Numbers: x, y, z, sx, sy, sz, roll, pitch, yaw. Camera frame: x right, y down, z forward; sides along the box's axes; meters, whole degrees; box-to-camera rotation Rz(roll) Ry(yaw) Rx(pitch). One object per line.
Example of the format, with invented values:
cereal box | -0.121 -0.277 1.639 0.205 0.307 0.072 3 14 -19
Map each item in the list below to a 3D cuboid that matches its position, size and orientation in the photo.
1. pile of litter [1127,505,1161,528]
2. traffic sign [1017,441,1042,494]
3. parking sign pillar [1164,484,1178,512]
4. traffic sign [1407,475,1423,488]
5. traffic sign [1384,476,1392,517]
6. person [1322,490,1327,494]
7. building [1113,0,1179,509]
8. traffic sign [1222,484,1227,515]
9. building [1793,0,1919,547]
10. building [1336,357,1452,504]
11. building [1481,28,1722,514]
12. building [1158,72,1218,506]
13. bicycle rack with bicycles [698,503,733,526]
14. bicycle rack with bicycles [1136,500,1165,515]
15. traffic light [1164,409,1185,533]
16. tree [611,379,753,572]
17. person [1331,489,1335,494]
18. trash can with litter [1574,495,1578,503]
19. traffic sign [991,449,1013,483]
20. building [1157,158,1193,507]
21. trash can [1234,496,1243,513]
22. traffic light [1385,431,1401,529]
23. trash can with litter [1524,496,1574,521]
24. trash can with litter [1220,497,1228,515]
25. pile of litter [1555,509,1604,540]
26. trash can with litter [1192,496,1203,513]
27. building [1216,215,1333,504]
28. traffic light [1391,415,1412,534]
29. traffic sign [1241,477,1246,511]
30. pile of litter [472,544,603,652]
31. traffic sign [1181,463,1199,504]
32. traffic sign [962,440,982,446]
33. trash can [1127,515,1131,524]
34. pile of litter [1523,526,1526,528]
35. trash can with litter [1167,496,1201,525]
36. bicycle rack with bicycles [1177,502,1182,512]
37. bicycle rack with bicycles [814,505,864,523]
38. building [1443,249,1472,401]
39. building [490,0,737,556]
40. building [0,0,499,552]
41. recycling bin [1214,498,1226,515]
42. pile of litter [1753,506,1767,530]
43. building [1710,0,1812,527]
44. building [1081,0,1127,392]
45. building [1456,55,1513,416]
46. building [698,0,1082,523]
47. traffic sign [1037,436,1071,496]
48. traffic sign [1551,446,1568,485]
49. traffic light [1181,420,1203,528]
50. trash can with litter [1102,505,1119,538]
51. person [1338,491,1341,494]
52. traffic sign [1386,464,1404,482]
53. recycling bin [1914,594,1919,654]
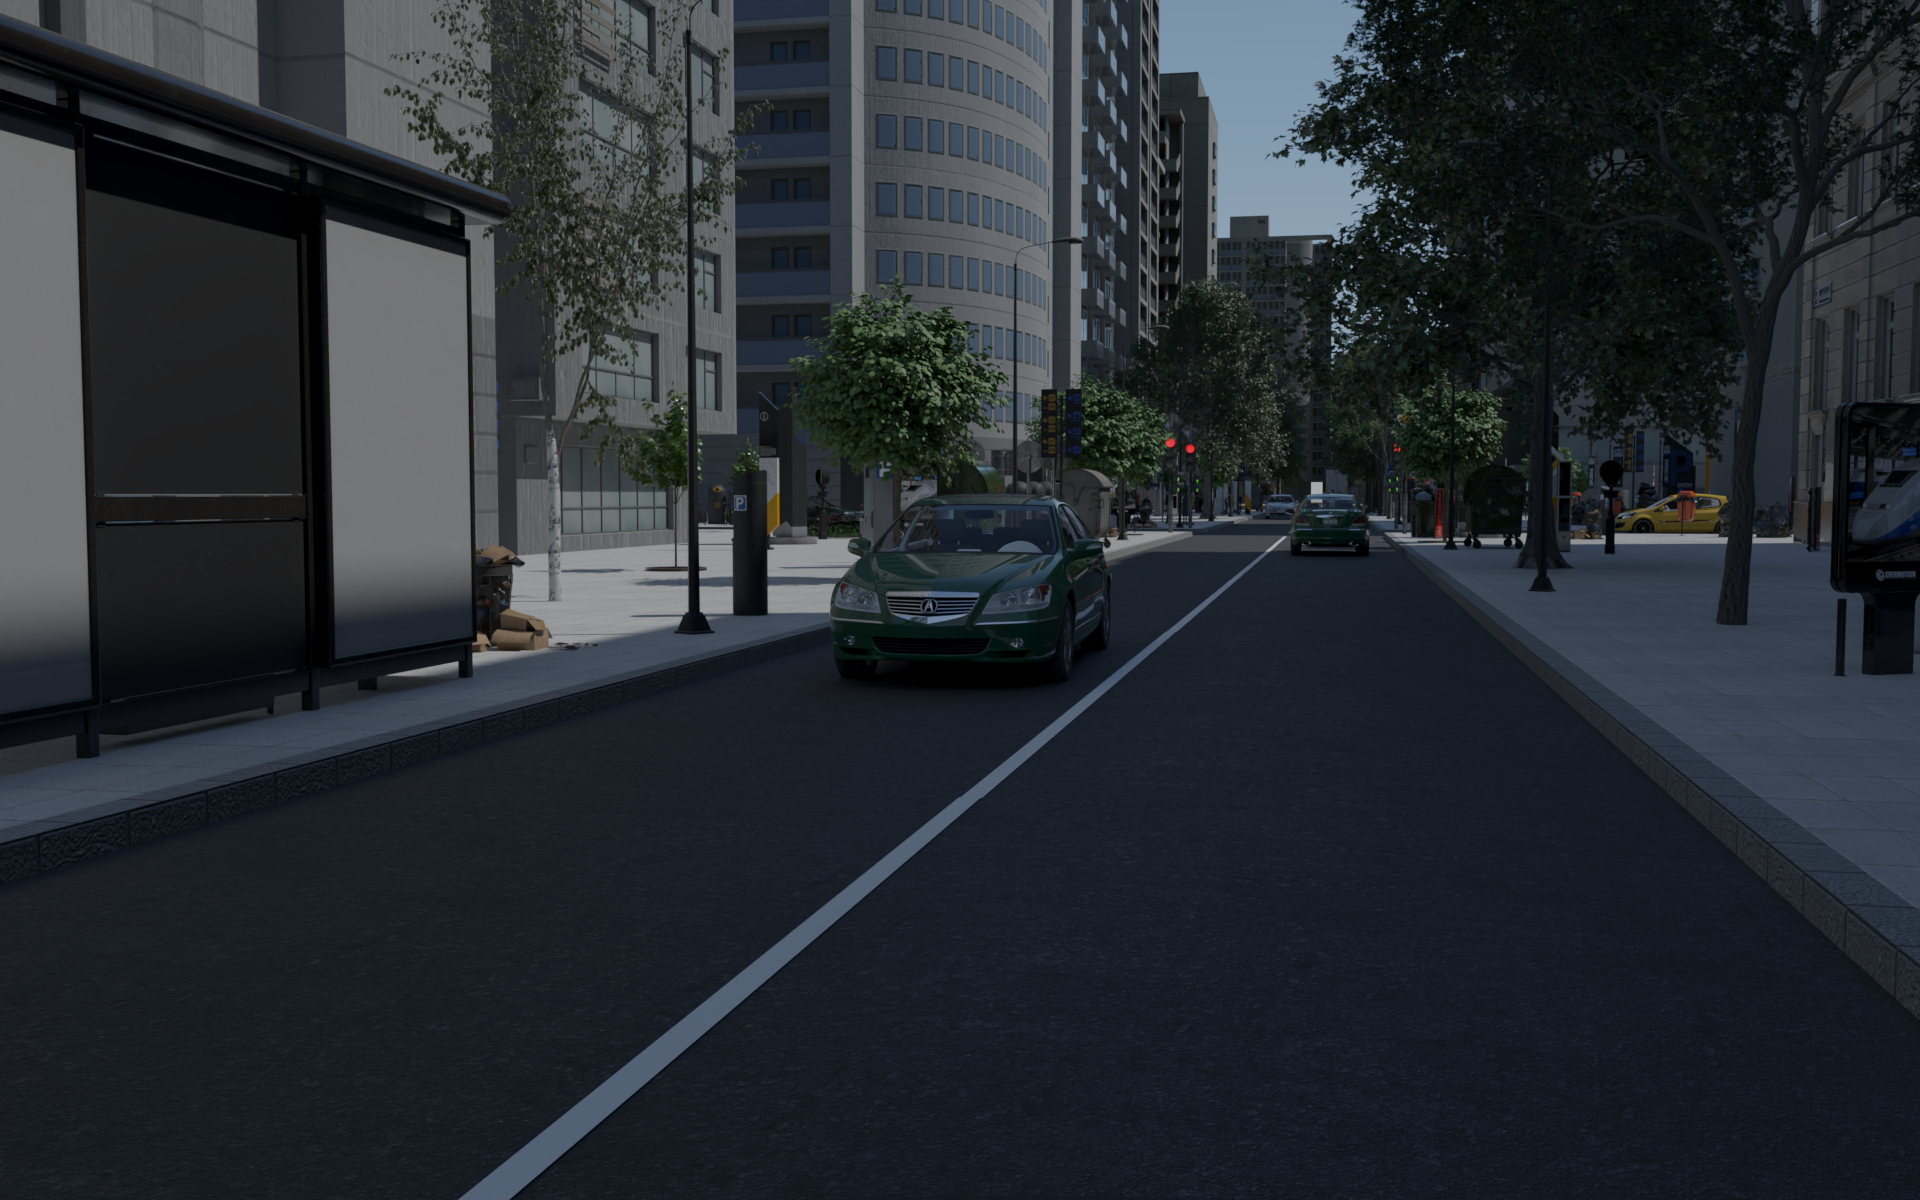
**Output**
pile of litter | 6.964 -3.152 65.500 1.719 0.858 1.176 3 4 38
traffic sign | 1.630 -2.519 41.298 0.768 2.556 0.104 1 4 20
parking sign pillar | 15.108 -8.292 124.047 1.447 3.967 1.447 2 4 27
traffic sign | 17.270 -4.008 65.539 0.884 2.594 0.081 1 4 16
traffic sign | 22.929 -5.622 92.022 0.768 2.556 0.104 1 4 17
person | 33.779 -9.277 160.039 0.709 1.838 0.599 3 5 40
building | 8.922 -43.613 151.331 20.563 71.187 20.611 1 4 12
traffic sign | 15.794 -6.356 104.033 0.768 2.556 0.104 1 4 22
building | 24.800 -14.332 31.599 12.463 27.353 25.104 1 4 12
building | 66.060 -24.016 237.694 28.899 21.520 27.650 1 4 12
building | 50.883 -32.355 118.241 28.713 52.752 27.495 1 4 12
building | 18.063 -35.147 198.348 21.600 48.544 21.300 1 4 12
bicycle rack with bicycles | -9.926 -3.521 70.947 2.852 0.926 2.925 0 4 2
bicycle rack with bicycles | 10.431 -5.648 105.721 2.852 0.926 2.925 -1 4 -23
traffic light | 7.016 -4.193 57.469 0.839 4.253 0.868 1 4 12
tree | -4.743 -2.112 29.135 1.663 3.219 1.824 0 3 0
person | 22.660 -5.866 105.159 0.760 1.731 0.466 -2 4 -28
trash can with litter | 32.420 -4.931 91.682 1.678 1.210 2.233 1 4 22
traffic sign | 0.981 -2.260 39.073 0.606 2.300 0.079 1 4 20
building | 7.170 -29.575 175.434 32.217 40.220 23.993 1 4 12
trash can | 18.892 -6.507 118.039 0.748 1.137 0.748 0 3 0
traffic light | 16.056 -4.574 63.698 0.839 4.253 0.868 1 4 12
trash can with litter | 27.393 -4.303 81.408 1.678 1.210 2.233 -1 4 -8
trash can with litter | 16.586 -5.897 107.806 0.624 1.170 1.055 -2 4 -26
pile of litter | 17.765 -2.160 49.286 1.176 0.858 1.719 2 4 32
trash can with litter | 16.098 -6.396 115.961 1.055 1.170 0.624 -3 4 -38
building | 40.661 -33.816 244.767 23.993 40.220 32.217 1 4 12
traffic light | 14.360 -4.096 55.895 0.839 4.253 0.868 1 4 12
traffic sign | 21.055 -7.805 127.713 0.768 2.556 0.104 1 4 19
pile of litter | -3.926 -0.027 14.400 1.719 0.858 1.176 1 4 10
traffic sign | 9.151 -4.222 69.131 0.768 2.556 0.104 1 4 17
traffic sign | 0.194 -2.435 39.912 0.768 2.556 0.104 1 4 16
trash can | 6.680 -3.614 70.737 0.748 1.137 0.748 0 3 0
pile of litter | 22.296 -3.187 66.078 1.719 0.858 1.176 2 4 30
trash can with litter | 9.185 -3.730 72.046 1.678 1.210 2.233 1 4 18
bicycle rack with bicycles | 15.765 -6.961 127.191 2.925 0.926 2.852 -2 4 -25
bicycle rack with bicycles | -3.170 -2.789 58.982 2.925 0.926 2.852 3 5 43
building | 63.081 -34.445 182.784 23.786 49.044 30.456 1 4 12
building | -13.566 -21.955 42.567 14.086 41.232 14.154 1 4 12
building | -20.349 -28.842 13.574 21.231 58.520 28.212 1 4 12
recycling bin | 16.422 -5.909 109.164 0.722 1.027 0.722 -2 4 -28
pile of litter | 30.515 -3.132 65.174 1.176 0.858 1.719 1 4 13
building | 44.982 -27.570 74.466 21.600 48.544 21.300 1 4 12
building | 0.092 -30.983 126.174 23.786 49.044 30.456 1 4 12
building | 56.234 -30.549 154.102 22.147 44.769 28.867 1 4 12
building | -6.123 -33.462 89.099 21.231 58.520 28.212 1 4 12
traffic sign | 2.056 -2.316 37.970 0.768 2.556 0.104 1 4 18
traffic sign | 14.151 -2.463 41.460 0.795 2.450 0.064 1 4 20
traffic light | 8.712 -4.670 65.272 0.839 4.253 0.868 1 4 12
trash can with litter | 4.227 -2.427 51.068 0.624 1.170 1.055 2 4 32
person | 32.450 -8.473 147.772 1.217 1.736 0.721 -3 5 -44
traffic sign | 17.703 -4.296 70.353 0.768 2.556 0.104 1 4 15
recycling bin | 7.943 -0.095 14.112 0.722 1.027 0.722 -2 4 -29
